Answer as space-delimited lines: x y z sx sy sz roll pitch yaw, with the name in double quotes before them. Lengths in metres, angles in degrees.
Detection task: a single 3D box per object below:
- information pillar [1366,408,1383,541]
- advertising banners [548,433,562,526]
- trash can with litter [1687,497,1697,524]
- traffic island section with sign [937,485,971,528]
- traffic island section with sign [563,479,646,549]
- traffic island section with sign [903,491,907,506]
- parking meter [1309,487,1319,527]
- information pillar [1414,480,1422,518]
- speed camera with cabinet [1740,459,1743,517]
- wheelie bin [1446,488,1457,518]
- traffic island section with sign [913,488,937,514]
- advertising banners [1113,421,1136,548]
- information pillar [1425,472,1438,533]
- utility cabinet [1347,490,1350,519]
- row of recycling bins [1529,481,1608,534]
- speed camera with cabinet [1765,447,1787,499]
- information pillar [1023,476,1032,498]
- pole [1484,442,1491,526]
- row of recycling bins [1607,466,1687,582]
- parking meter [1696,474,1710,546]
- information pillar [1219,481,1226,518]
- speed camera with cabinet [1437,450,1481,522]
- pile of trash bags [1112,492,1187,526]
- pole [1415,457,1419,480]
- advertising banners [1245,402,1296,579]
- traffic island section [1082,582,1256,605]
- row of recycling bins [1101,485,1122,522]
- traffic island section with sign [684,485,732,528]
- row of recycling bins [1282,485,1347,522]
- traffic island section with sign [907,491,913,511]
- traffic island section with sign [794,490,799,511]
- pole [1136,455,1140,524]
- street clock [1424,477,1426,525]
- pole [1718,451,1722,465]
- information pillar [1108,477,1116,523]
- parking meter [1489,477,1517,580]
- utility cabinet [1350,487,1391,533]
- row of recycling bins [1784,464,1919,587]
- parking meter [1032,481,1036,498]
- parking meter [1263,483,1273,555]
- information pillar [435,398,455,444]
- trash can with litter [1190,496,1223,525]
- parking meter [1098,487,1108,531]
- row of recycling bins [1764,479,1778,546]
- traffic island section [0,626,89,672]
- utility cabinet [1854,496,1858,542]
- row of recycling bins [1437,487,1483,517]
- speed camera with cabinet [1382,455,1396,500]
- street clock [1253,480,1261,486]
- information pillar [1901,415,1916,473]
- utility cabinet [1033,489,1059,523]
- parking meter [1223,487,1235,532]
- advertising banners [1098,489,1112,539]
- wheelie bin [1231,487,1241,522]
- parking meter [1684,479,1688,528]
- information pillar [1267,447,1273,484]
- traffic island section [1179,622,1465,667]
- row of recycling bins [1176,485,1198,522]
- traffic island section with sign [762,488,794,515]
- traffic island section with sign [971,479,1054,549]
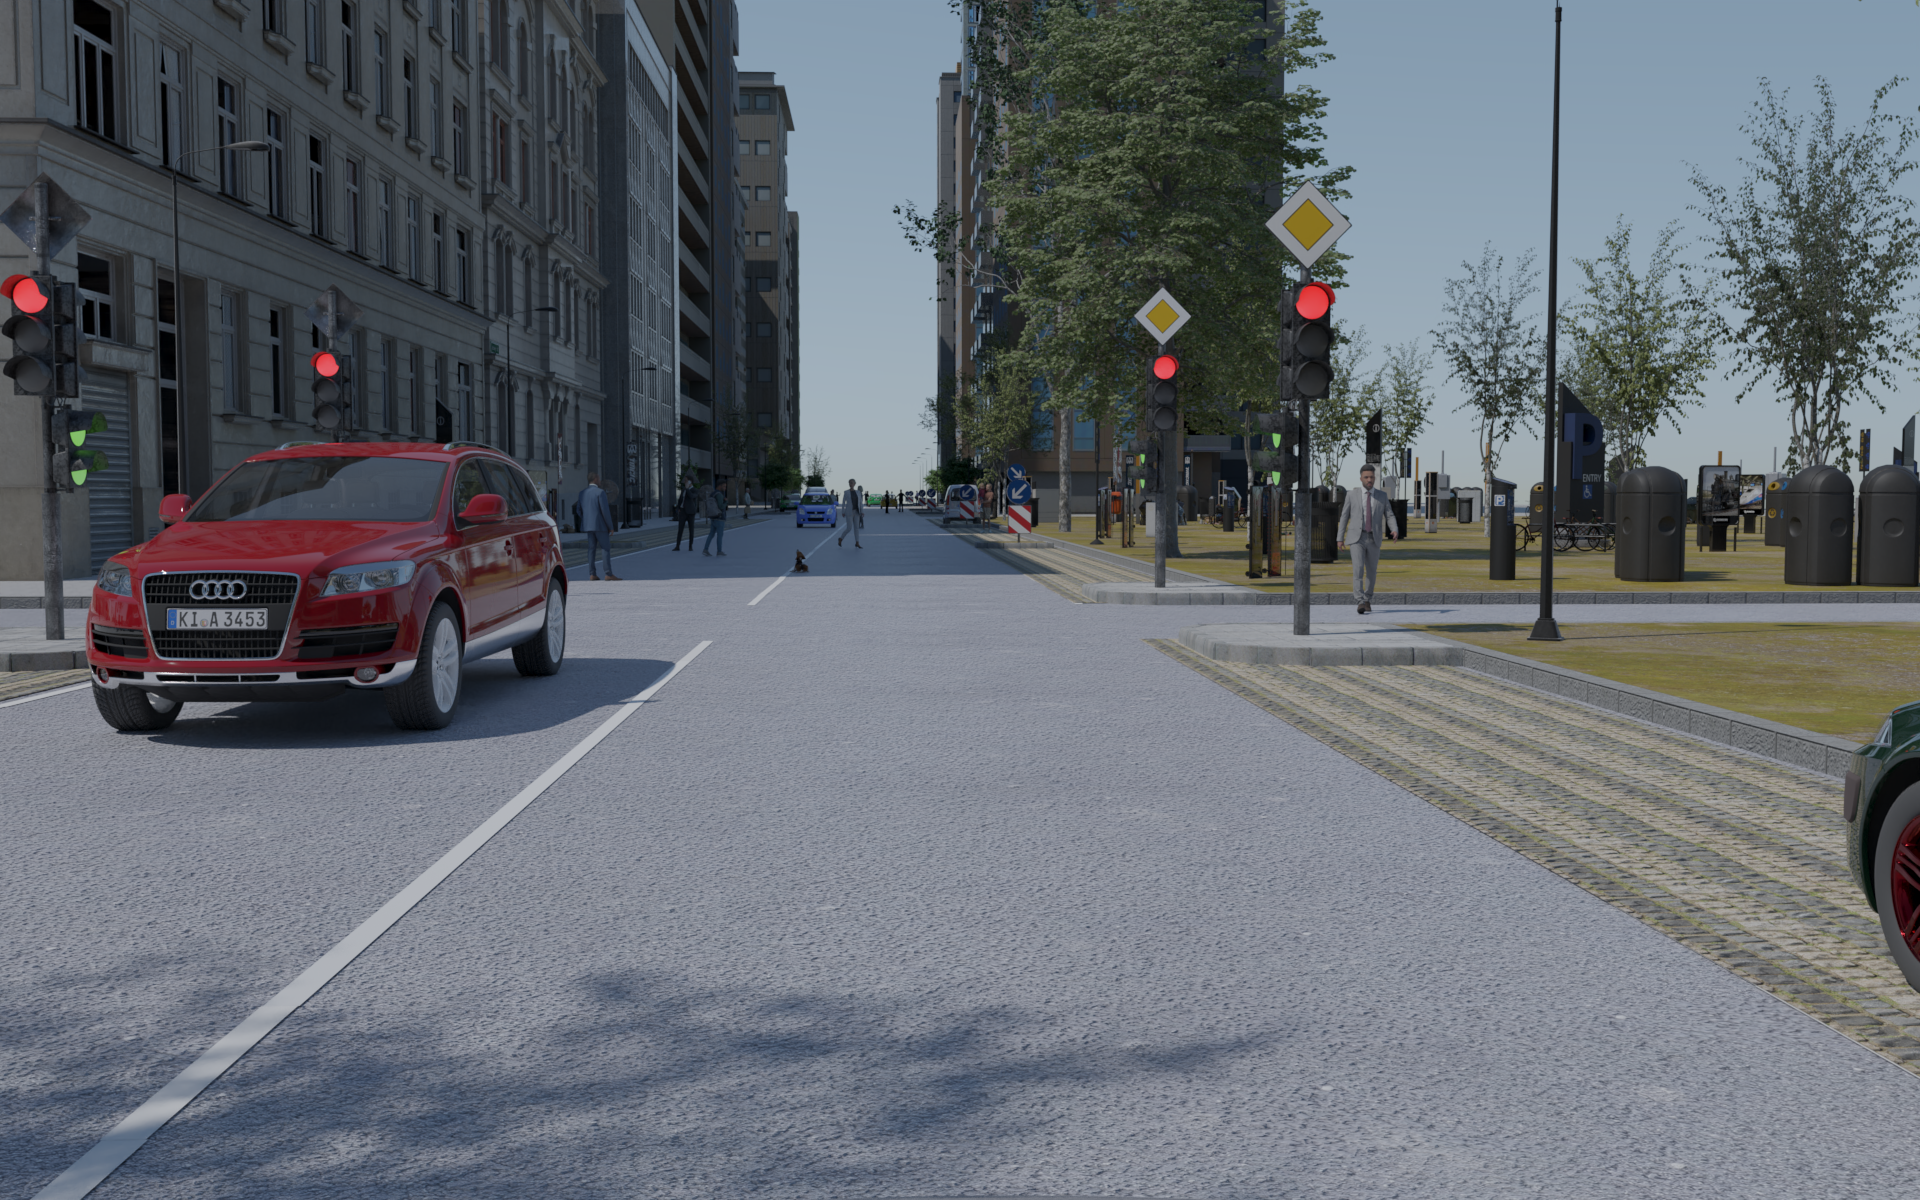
"information pillar" 11.263 -3.410 47.112 0.183 3.616 0.504 -3 5 -42
"advertising banners" -11.444 -3.218 48.794 0.090 3.025 2.074 0 4 1
"trash can with litter" 31.205 -3.822 73.871 0.624 1.170 1.055 3 5 39
"traffic island section with sign" 0.149 -3.959 73.361 1.989 1.847 2.006 0 4 -3
"traffic island section with sign" -9.427 -2.294 46.134 1.989 1.847 2.006 0 4 -3
"traffic island section with sign" -5.954 -12.081 206.154 1.989 1.847 2.006 0 4 -3
"parking meter" 13.602 -3.558 66.580 0.372 1.533 0.369 0 3 0
"information pillar" 24.167 -5.319 91.465 0.304 2.012 0.304 0 4 -8
"speed camera with cabinet" 44.417 -6.356 98.248 0.660 3.252 2.038 2 4 28
"wheelie bin" 26.683 -5.265 93.994 0.693 1.594 0.980 0 4 4
"traffic island section with sign" -2.164 -7.032 123.596 1.989 1.847 2.006 0 4 -3
"advertising banners" 3.951 -2.762 41.339 0.090 3.025 2.074 1 4 17
"information pillar" 15.445 -3.196 56.744 0.304 2.012 0.304 -1 4 -11
"utility cabinet" 19.481 -4.878 88.426 1.173 1.500 0.318 -2 4 -35
"row of recycling bins" 20.135 -3.040 56.817 1.069 1.692 3.534 -2 4 -27
"speed camera with cabinet" 34.737 -4.764 72.220 2.038 3.252 0.660 3 5 45
"information pillar" 2.788 -4.124 71.912 0.304 2.012 0.304 -1 4 -19
"pole" 20.865 -4.565 68.480 0.158 3.312 0.155 0 3 0
"row of recycling bins" 10.657 -1.200 26.740 1.069 1.692 3.534 1 4 22
"parking meter" 18.293 -2.249 42.475 0.399 1.863 0.255 0 4 0
"information pillar" 14.309 -5.504 94.478 0.304 2.012 0.304 2 4 34
"speed camera with cabinet" 22.559 -5.153 78.580 2.038 3.252 0.660 0 4 6
"pile of trash bags" 7.739 -3.772 71.429 3.447 1.369 1.912 2 4 26
"pole" 25.112 -6.199 95.203 0.158 3.312 0.155 0 3 0
"advertising banners" 4.890 -1.880 26.920 0.090 3.025 2.074 2 4 32
"traffic island section" 2.767 -0.090 23.759 2.009 0.180 2.903 0 4 -3
"row of recycling bins" 6.985 -4.462 80.068 1.069 1.692 3.534 1 4 9
"traffic island section with sign" -10.654 -3.941 73.062 1.989 1.847 2.006 0 4 -3
"row of recycling bins" 16.119 -4.424 79.449 3.534 1.692 1.069 3 4 39
"traffic island section with sign" -3.406 -8.685 150.621 1.989 1.847 2.006 0 4 -3
"traffic island section with sign" -14.165 -8.595 149.161 1.989 1.847 2.006 0 4 -3
"pole" 7.619 -4.904 74.028 0.158 3.312 0.155 0 3 0
"street clock" 19.498 -4.137 72.206 0.358 2.002 0.471 0 4 -1
"pole" 35.890 -5.384 81.866 0.158 3.312 0.155 0 3 0
"information pillar" 6.686 -4.377 76.057 0.304 2.012 0.304 0 4 -7
"parking meter" 8.106 -1.066 25.843 0.372 1.533 0.369 0 3 0
"utility cabinet" 13.473 -2.937 56.694 1.173 1.500 0.318 0 4 4
"row of recycling bins" 13.451 -1.041 24.128 3.534 1.692 1.069 1 4 11
"parking meter" 3.205 -4.394 77.556 0.399 1.863 0.255 0 4 -2
"parking meter" 6.596 -1.739 36.848 0.372 1.533 0.369 0 3 0
"information pillar" -12.516 -3.105 42.125 0.504 3.616 0.183 1 4 20
"trash can with litter" 10.697 -3.797 73.139 1.678 1.210 2.233 -1 4 -14
"parking meter" 4.915 -3.135 59.663 0.372 1.533 0.369 0 3 0
"row of recycling bins" 20.098 -2.095 41.366 1.069 1.692 3.534 1 4 12
"traffic island section" -7.996 0.428 15.277 2.009 0.180 2.903 0 4 -3
"utility cabinet" 24.299 -2.124 45.895 1.020 1.237 0.306 2 4 35
"row of recycling bins" 28.370 -5.558 97.985 3.534 1.692 1.069 -3 4 -36
"speed camera with cabinet" 21.933 -5.800 89.170 0.660 3.252 2.038 0 4 1
"street clock" 15.442 -5.258 90.542 0.471 2.002 0.358 3 5 41
"information pillar" 28.060 -3.666 51.288 0.504 3.616 0.183 -2 4 -27
"utility cabinet" 3.786 -4.153 76.574 1.173 1.500 0.318 -2 4 -26
"parking meter" 9.128 -3.083 58.811 0.372 1.533 0.369 0 3 0
"advertising banners" 4.346 -3.329 50.612 0.090 3.025 2.074 1 4 20
"wheelie bin" 12.590 -4.407 79.967 0.693 1.594 0.980 1 4 18
"parking meter" 27.603 -3.706 66.297 0.255 1.863 0.399 -3 5 -43
"information pillar" 15.320 -5.738 85.164 0.504 3.616 0.183 3 5 42
"traffic island section" 3.134 0.397 15.783 2.009 0.180 2.903 0 4 -3
"row of recycling bins" 10.376 -4.605 82.399 1.069 1.692 3.534 -1 4 -11
"traffic island section with sign" -12.900 -6.912 121.639 1.989 1.847 2.006 0 4 -3
"traffic island section with sign" 1.410 -2.290 46.076 1.989 1.847 2.006 0 4 -3
